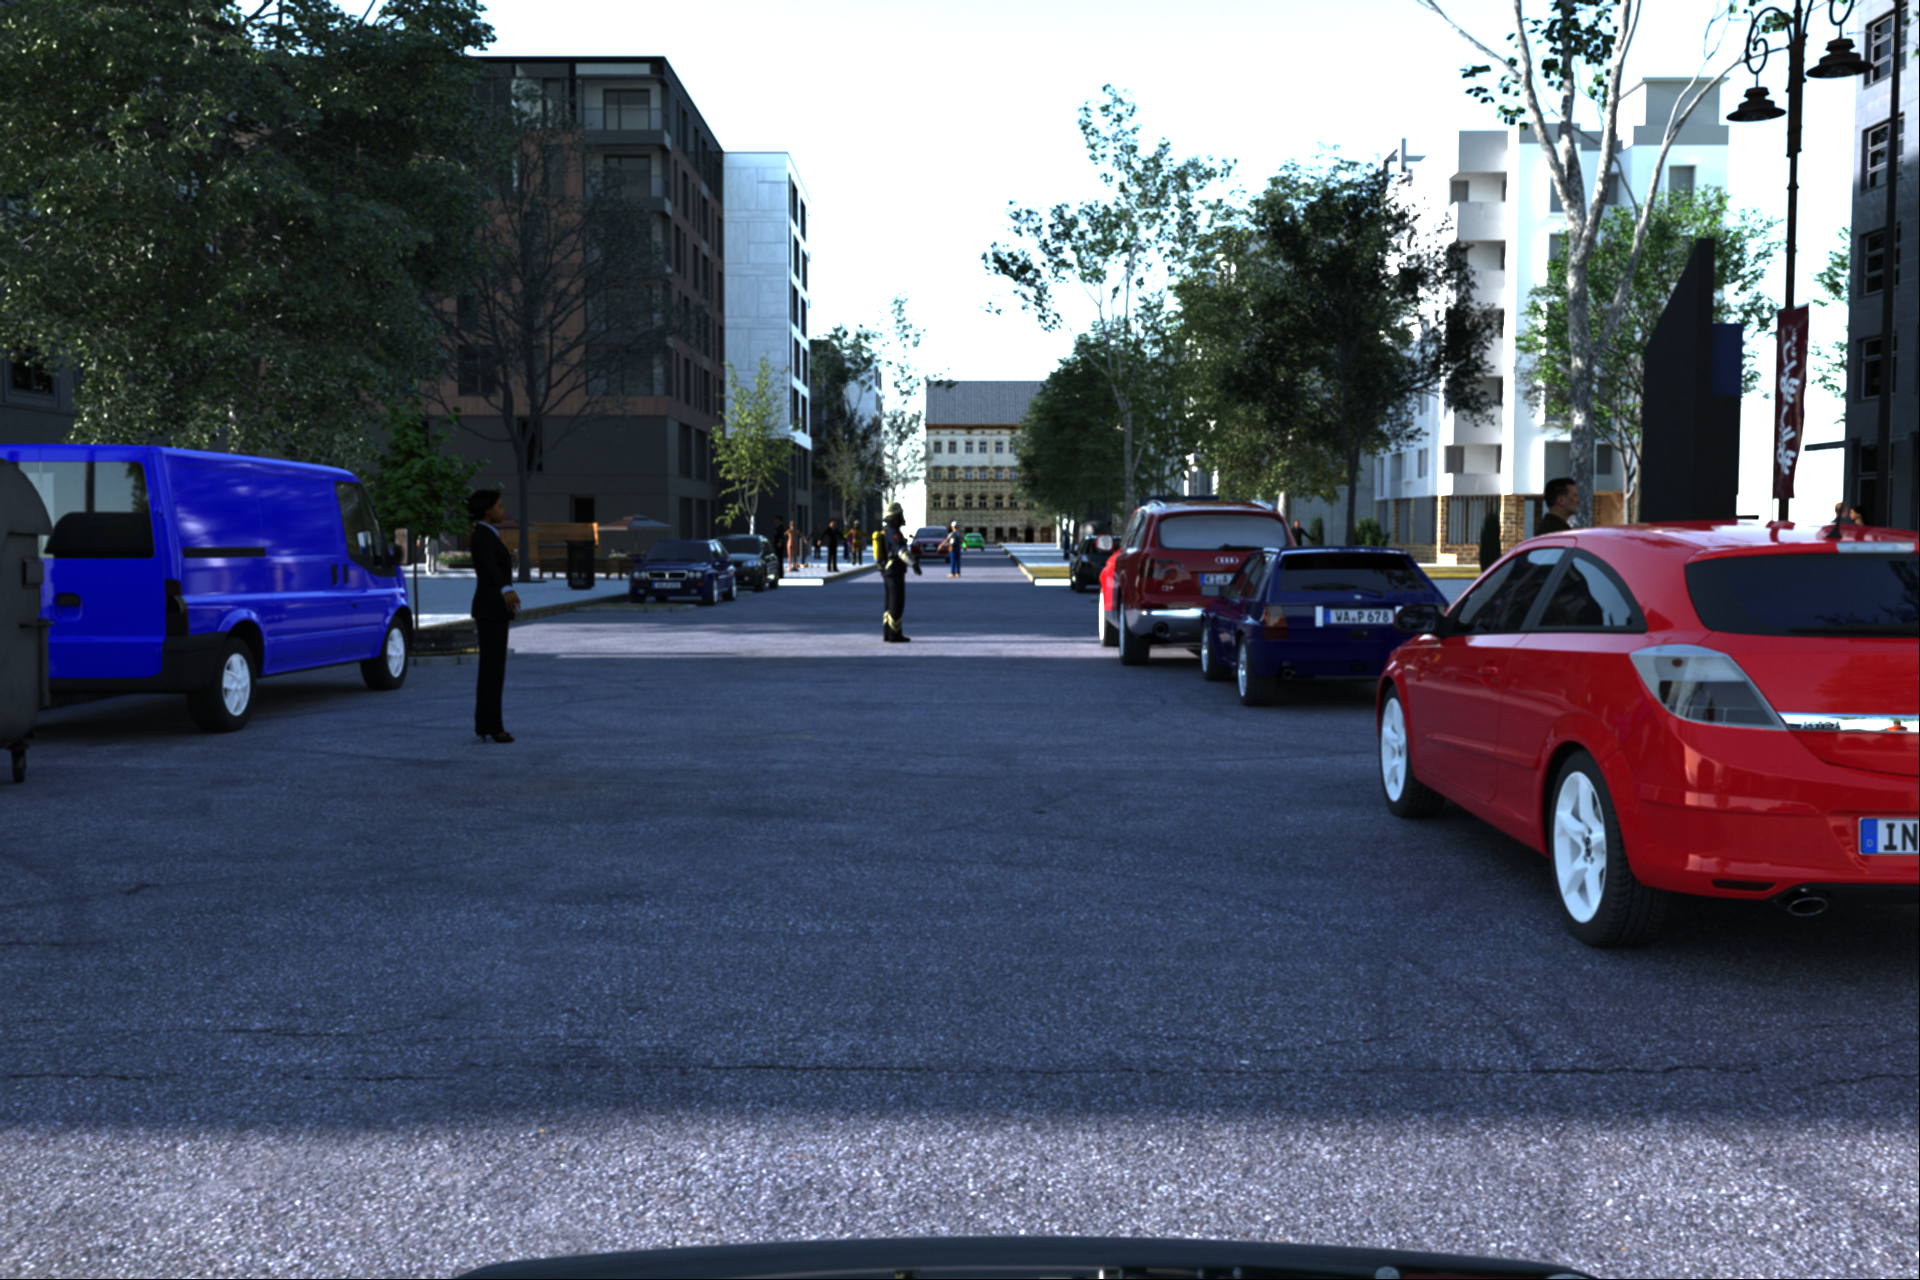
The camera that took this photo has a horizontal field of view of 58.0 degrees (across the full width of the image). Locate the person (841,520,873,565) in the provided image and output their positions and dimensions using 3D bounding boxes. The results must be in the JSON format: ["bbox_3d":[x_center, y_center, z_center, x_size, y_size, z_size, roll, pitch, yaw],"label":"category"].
[{"bbox_3d":[-4.257,-4.035,71.736,1.354,1.858,0.705,0,4,-1],"label":"person"}]

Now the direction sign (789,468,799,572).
[{"bbox_3d":[-5.694,-4.121,59.374,0.379,3.537,0.876,0,4,1],"label":"direction sign"}]

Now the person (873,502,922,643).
[{"bbox_3d":[-0.847,-0.902,22.984,0.705,1.856,1.354,-1,4,-22],"label":"person"}]

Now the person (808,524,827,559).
[{"bbox_3d":[-7.288,-5.058,88.827,1.348,1.813,0.705,2,4,34],"label":"person"}]

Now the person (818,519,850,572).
[{"bbox_3d":[-4.298,-3.203,58.562,1.347,1.806,0.705,-3,5,-42],"label":"person"}]

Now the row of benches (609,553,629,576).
[{"bbox_3d":[-10.771,-2.391,54.563,1.422,0.672,4.104,-1,4,-11],"label":"row of benches"}]

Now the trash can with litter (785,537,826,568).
[{"bbox_3d":[-5.901,-3.417,66.922,1.678,1.210,2.233,0,4,2],"label":"trash can with litter"}]

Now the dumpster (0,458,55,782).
[{"bbox_3d":[-6.125,-0.075,9.435,1.865,1.857,1.264,0,4,1],"label":"dumpster"}]

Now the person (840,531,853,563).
[{"bbox_3d":[-4.882,-4.146,77.059,0.991,1.433,0.599,-2,4,-27],"label":"person"}]

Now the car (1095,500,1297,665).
[{"bbox_3d":[2.782,-0.719,20.433,2.281,1.827,5.304,0,4,1],"label":"car"}]

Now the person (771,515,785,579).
[{"bbox_3d":[-5.202,-2.668,49.563,0.705,1.837,1.347,-1,4,-15],"label":"person"}]

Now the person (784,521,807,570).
[{"bbox_3d":[-5.961,-3.338,61.387,1.217,1.733,0.721,-2,4,-28],"label":"person"}]

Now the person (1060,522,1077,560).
[{"bbox_3d":[5.241,-4.801,84.359,0.705,1.847,1.347,-2,4,-32],"label":"person"}]

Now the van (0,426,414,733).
[{"bbox_3d":[-6.130,-0.599,14.180,2.240,2.365,5.245,0,4,1],"label":"van"}]

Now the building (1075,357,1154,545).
[{"bbox_3d":[28.133,-22.765,216.179,27.936,21.610,32.646,0,4,1],"label":"building"}]

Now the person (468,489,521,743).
[{"bbox_3d":[-3.172,-0.173,12.004,0.721,1.740,1.216,-1,4,-20],"label":"person"}]

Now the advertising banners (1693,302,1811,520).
[{"bbox_3d":[6.404,-1.099,14.164,0.090,3.025,2.074,0,4,1],"label":"advertising banners"}]

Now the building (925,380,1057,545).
[{"bbox_3d":[4.256,-25.191,245.265,18.063,23.208,19.493,0,3,0],"label":"building"}]

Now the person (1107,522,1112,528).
[{"bbox_3d":[6.612,-4.290,76.286,0.704,1.843,1.345,0,4,2],"label":"person"}]

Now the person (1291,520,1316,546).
[{"bbox_3d":[12.396,-3.514,63.672,1.346,1.802,0.704,0,4,-5],"label":"person"}]

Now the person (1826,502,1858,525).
[{"bbox_3d":[12.963,-1.158,25.530,0.434,1.755,0.990,-3,4,-39],"label":"person"}]

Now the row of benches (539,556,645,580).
[{"bbox_3d":[-10.107,-2.048,48.952,4.104,0.672,1.422,2,4,28],"label":"row of benches"}]

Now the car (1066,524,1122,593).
[{"bbox_3d":[3.684,-2.061,43.477,2.009,1.686,4.222,0,4,1],"label":"car"}]

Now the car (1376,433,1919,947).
[{"bbox_3d":[3.062,0.096,7.477,2.155,1.783,4.494,0,4,1],"label":"car"}]

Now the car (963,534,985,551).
[{"bbox_3d":[1.171,-8.526,148.192,1.959,1.807,4.718,0,4,1],"label":"car"}]

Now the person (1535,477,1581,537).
[{"bbox_3d":[4.068,-0.190,11.693,0.704,1.812,1.346,1,4,14],"label":"person"}]

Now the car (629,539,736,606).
[{"bbox_3d":[-5.725,-1.430,35.953,1.945,1.354,3.894,0,4,1],"label":"car"}]

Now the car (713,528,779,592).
[{"bbox_3d":[-5.671,-2.106,44.223,2.009,1.686,4.222,0,4,1],"label":"car"}]

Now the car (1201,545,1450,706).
[{"bbox_3d":[3.223,-0.193,15.742,1.945,1.354,3.894,0,4,1],"label":"car"}]

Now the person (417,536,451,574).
[{"bbox_3d":[-16.775,-2.990,55.066,0.705,1.806,1.347,2,4,29],"label":"person"}]

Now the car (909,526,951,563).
[{"bbox_3d":[-1.388,-4.735,86.090,2.281,1.827,5.304,0,4,1],"label":"car"}]

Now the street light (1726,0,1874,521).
[{"bbox_3d":[6.707,-2.522,14.015,0.468,5.910,1.993,0,4,1],"label":"street light"}]

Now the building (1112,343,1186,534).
[{"bbox_3d":[25.808,-21.343,179.882,19.493,23.208,18.063,0,4,1],"label":"building"}]

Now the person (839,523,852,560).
[{"bbox_3d":[-5.687,-4.982,87.424,1.349,1.833,0.705,3,5,44],"label":"person"}]

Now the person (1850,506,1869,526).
[{"bbox_3d":[14.199,-1.274,27.633,0.721,1.737,1.217,1,4,21],"label":"person"}]

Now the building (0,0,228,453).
[{"bbox_3d":[-28.189,-15.015,39.007,14.314,27.812,24.014,0,4,0],"label":"building"}]

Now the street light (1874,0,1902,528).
[{"bbox_3d":[7.155,-2.433,12.321,1.470,5.913,1.316,0,4,1],"label":"street light"}]

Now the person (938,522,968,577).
[{"bbox_3d":[-0.179,-3.033,57.910,0.705,1.847,1.347,3,5,45],"label":"person"}]
